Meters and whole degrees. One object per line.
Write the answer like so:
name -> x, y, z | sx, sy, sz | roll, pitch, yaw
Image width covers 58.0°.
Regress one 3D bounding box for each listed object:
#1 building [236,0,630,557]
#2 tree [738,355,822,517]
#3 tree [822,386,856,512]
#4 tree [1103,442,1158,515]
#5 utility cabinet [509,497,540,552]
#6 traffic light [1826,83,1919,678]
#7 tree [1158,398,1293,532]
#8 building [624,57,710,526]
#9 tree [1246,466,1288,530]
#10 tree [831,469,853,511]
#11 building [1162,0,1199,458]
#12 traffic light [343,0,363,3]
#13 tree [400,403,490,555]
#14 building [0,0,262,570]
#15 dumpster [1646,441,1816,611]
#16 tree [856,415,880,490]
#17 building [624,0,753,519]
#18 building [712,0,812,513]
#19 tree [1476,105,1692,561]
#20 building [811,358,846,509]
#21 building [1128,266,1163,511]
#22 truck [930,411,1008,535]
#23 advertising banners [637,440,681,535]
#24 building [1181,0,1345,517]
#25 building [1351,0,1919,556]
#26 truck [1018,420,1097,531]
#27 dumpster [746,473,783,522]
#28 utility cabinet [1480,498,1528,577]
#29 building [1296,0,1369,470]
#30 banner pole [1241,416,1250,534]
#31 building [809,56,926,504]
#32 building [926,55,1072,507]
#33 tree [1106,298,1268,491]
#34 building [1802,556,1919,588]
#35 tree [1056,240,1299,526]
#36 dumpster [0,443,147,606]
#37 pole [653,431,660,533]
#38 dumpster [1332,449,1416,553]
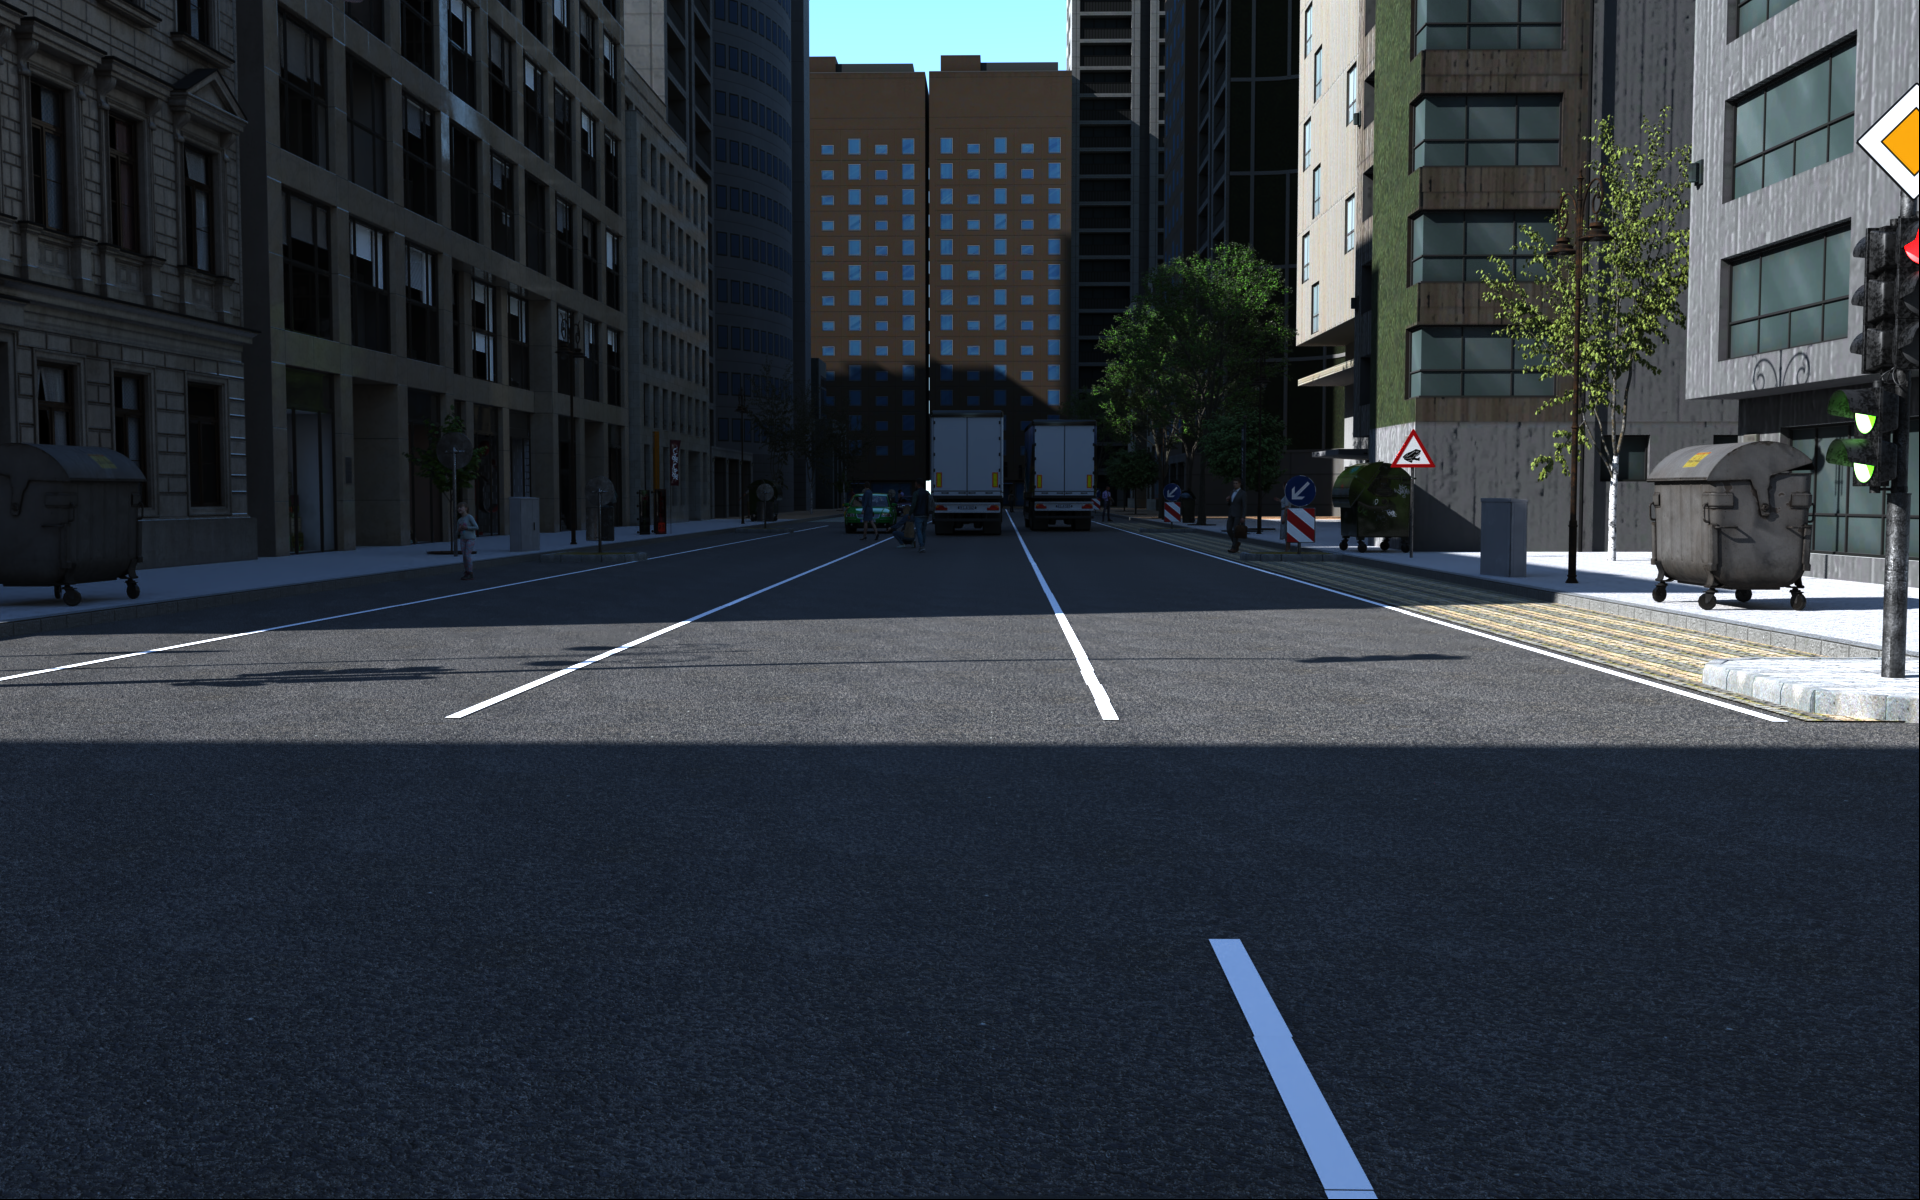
building -> -23.163, -15.116, 51.662 | 19.350, 26.468, 34.151 | 0, 4, 1
tree -> -9.720, -8.704, 92.678 | 4.360, 8.622, 3.978 | 0, 3, 0
tree -> -9.319, -9.726, 109.386 | 4.360, 8.622, 3.978 | 0, 3, 0
tree -> 11.030, -7.645, 108.708 | 4.285, 4.588, 4.351 | 0, 3, 0
utility cabinet -> -9.786, -1.700, 38.965 | 0.306, 1.237, 1.020 | 1, 4, 10
traffic light -> 6.518, -1.413, 12.020 | 0.839, 4.253, 0.868 | 0, 4, 1
tree -> 9.759, -4.624, 59.319 | 4.285, 4.588, 4.351 | 0, 3, 0
building -> -17.808, -13.619, 77.419 | 10.420, 20.320, 16.860 | 0, 4, 1
tree -> 10.797, -4.144, 62.353 | 1.663, 3.219, 1.824 | 0, 3, 0
tree -> -8.975, -8.500, 133.568 | 1.663, 3.219, 1.824 | 0, 3, 0
building -> 22.059, -28.914, 122.855 | 14.600, 45.320, 14.200 | 0, 4, 1
traffic light -> -6.546, -2.303, 12.325 | 4.771, 5.953, 1.251 | 0, 4, 1
tree -> -10.789, -2.592, 36.987 | 1.663, 3.219, 1.824 | 0, 3, 0
building -> -18.671, -9.773, 24.423 | 10.561, 19.102, 19.286 | 0, 4, 1
dumpster -> 8.786, -0.857, 19.770 | 1.264, 1.857, 1.865 | 0, 4, 1
tree -> -8.294, -10.746, 126.067 | 4.360, 8.622, 3.978 | 0, 3, 0
building -> -22.624, -40.276, 96.763 | 20.563, 71.187, 20.611 | 0, 4, 1
building -> -22.535, -35.449, 121.592 | 21.231, 58.520, 28.212 | 0, 4, 1
tree -> 12.430, -5.069, 33.239 | 4.737, 8.622, 4.395 | 0, 3, 0
building -> -26.326, -51.090, 147.999 | 31.000, 86.520, 22.319 | 0, 4, 1
building -> 29.017, -18.343, 144.944 | 27.650, 21.520, 28.899 | 0, 4, 1
truck -> 0.364, -4.582, 63.827 | 2.839, 4.237, 11.283 | 0, 4, 1
advertising banners -> -9.578, -3.612, 55.251 | 0.090, 3.025, 2.074 | 2, 4, 32
building -> 23.638, -40.759, 104.654 | 20.563, 71.187, 20.611 | 0, 4, 1
building -> 17.274, -16.677, 44.364 | 14.160, 30.474, 14.107 | 0, 4, 1
truck -> 3.948, -5.018, 70.962 | 2.839, 4.237, 11.283 | 0, 3, 0
dumpster -> -9.205, -4.830, 81.466 | 1.502, 2.255, 1.985 | 0, 4, 1
utility cabinet -> 8.524, -0.978, 27.144 | 0.306, 1.237, 1.020 | -1, 4, -9
building -> 29.878, -29.537, 72.162 | 28.713, 52.752, 27.495 | 0, 4, 1
banner pole -> 9.075, -4.005, 55.497 | 0.401, 3.779, 0.863 | 0, 4, -1
building -> -10.437, -32.466, 180.932 | 14.200, 45.320, 14.600 | 0, 4, 1
building -> 4.169, -32.432, 180.379 | 14.200, 45.320, 14.600 | 0, 4, 1
tree -> 10.509, -8.915, 80.170 | 8.767, 10.594, 7.601 | 2, 4, 24
building -> 19.025, -15.290, 21.692 | 14.107, 30.474, 14.160 | 0, 4, 1
tree -> 10.048, -8.853, 70.500 | 9.928, 11.665, 9.643 | 0, 3, 0
dumpster -> -10.632, -0.898, 20.436 | 1.264, 1.857, 1.865 | 0, 4, 1
pole -> -9.894, -3.828, 56.438 | 0.158, 3.312, 0.155 | 0, 3, 0
dumpster -> 9.212, -2.205, 38.538 | 1.502, 2.255, 1.985 | 0, 4, 1
